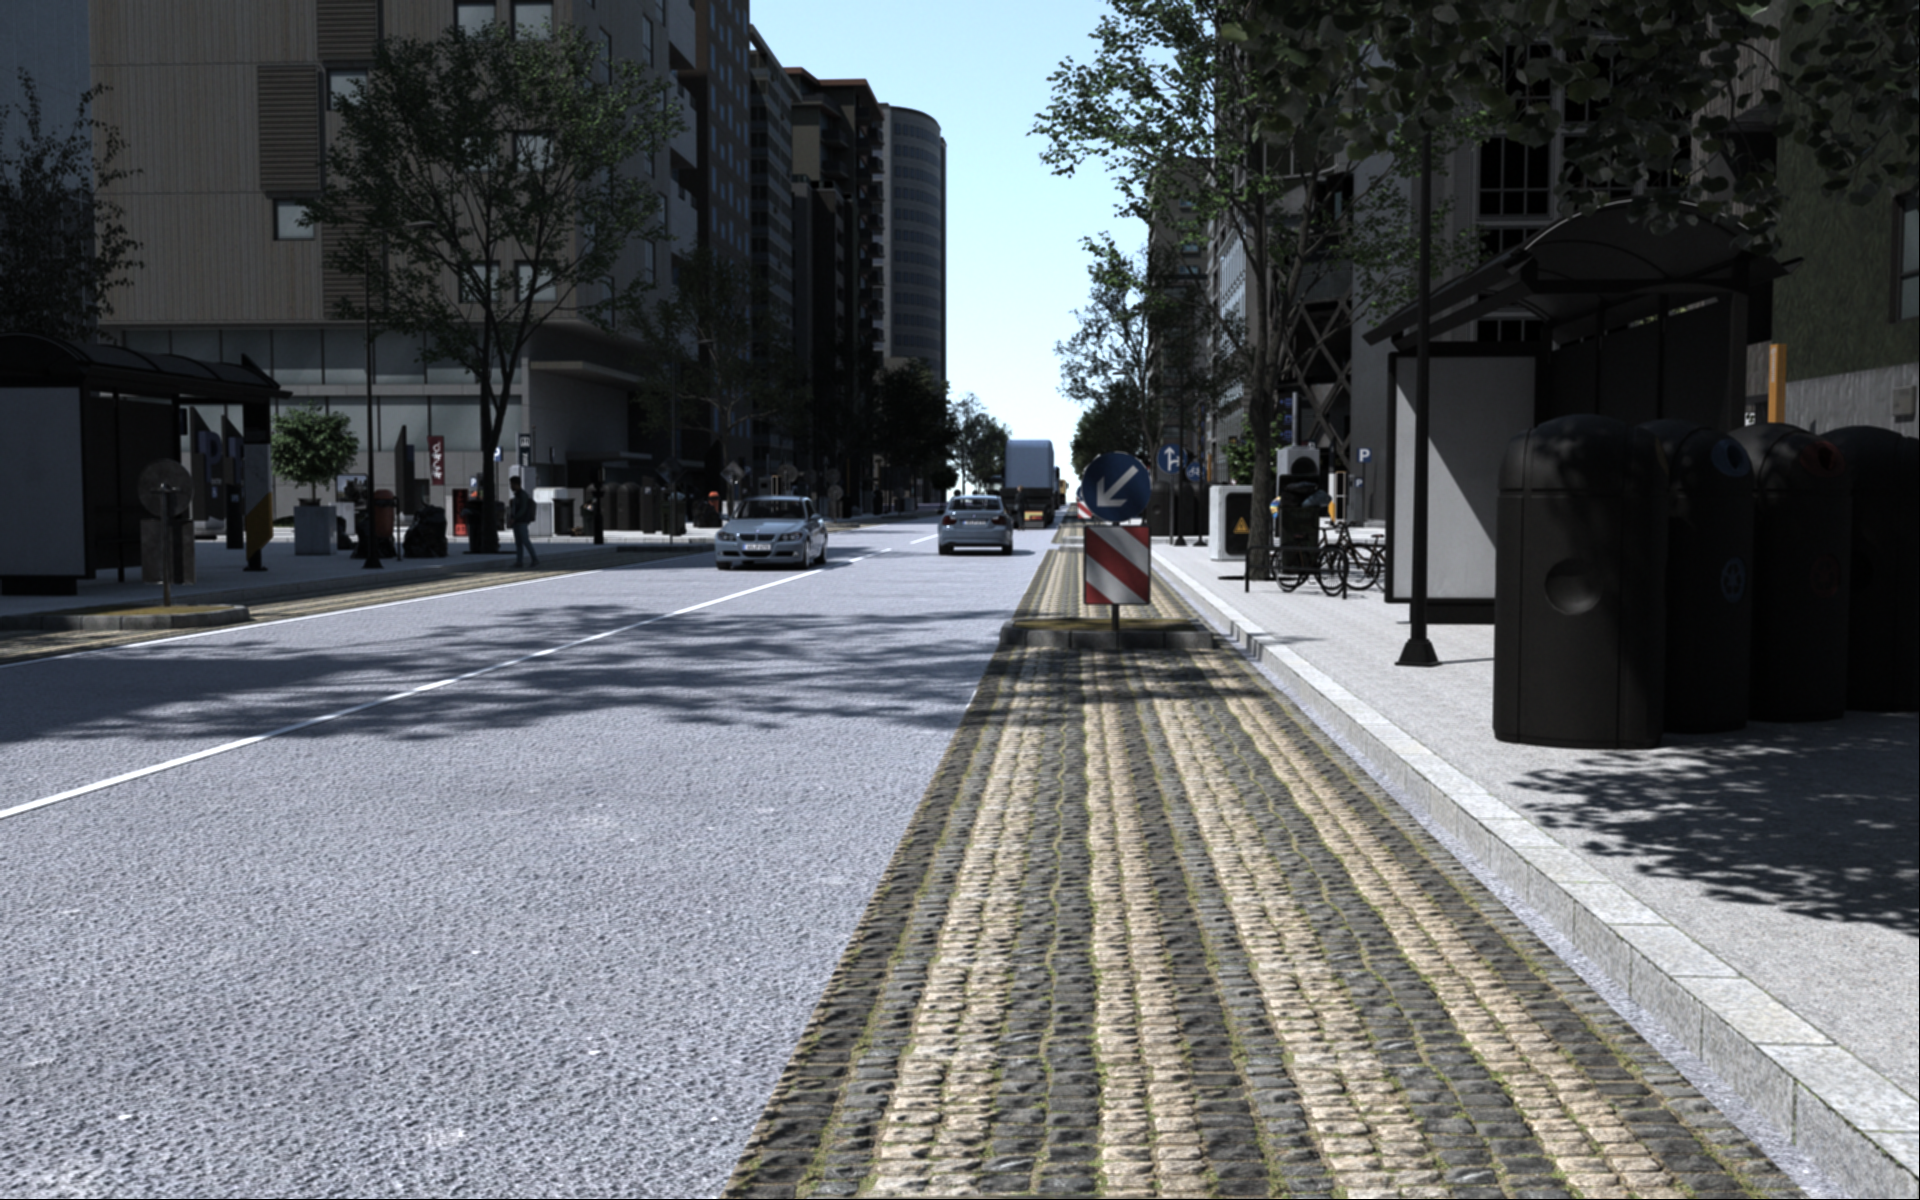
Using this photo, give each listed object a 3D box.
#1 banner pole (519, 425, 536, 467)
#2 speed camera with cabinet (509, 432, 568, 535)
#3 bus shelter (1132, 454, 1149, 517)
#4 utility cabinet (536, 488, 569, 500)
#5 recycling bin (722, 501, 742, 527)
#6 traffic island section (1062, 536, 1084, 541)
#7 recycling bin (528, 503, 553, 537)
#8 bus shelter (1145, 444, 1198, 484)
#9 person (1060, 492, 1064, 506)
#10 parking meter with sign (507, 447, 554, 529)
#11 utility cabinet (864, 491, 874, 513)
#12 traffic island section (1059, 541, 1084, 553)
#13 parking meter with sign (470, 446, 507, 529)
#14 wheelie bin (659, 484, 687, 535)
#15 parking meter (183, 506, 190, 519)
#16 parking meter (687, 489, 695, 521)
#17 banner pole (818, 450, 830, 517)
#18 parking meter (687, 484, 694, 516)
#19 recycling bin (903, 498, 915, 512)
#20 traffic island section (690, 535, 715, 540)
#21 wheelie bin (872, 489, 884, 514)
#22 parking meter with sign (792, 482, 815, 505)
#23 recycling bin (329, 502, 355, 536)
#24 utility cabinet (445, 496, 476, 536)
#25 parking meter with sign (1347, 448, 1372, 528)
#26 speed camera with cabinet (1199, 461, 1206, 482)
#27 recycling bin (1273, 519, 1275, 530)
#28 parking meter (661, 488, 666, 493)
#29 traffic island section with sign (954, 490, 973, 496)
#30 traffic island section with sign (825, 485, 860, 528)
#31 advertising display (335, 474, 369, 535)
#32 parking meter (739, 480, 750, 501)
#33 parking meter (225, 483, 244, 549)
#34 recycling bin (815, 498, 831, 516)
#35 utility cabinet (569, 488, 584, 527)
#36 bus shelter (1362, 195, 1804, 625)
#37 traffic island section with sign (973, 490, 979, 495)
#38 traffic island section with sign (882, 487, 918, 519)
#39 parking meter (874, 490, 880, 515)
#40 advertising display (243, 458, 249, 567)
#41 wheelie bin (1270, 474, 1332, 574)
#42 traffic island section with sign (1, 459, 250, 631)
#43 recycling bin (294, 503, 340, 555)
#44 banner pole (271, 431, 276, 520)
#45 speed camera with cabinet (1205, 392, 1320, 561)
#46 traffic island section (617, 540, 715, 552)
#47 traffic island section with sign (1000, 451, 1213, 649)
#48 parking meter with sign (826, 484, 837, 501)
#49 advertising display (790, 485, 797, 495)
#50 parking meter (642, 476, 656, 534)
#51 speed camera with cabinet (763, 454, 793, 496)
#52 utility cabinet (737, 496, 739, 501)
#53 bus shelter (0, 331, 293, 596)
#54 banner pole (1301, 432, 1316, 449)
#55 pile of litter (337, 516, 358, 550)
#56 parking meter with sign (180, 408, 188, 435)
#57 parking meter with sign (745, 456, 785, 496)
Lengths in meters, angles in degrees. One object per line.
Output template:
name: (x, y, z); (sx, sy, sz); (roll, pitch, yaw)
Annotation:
banner pole: (-15.743, -4.482, 63.294); (0.863, 3.779, 0.401); (1, 4, 21)
speed camera with cabinet: (-13.501, -3.738, 55.454); (2.038, 3.252, 0.660); (2, 4, 31)
bus shelter: (10.120, -6.714, 101.061); (1.731, 3.624, 6.357); (0, 4, 4)
utility cabinet: (-13.872, -3.045, 58.472); (1.173, 1.500, 0.318); (1, 4, 21)
recycling bin: (-8.355, -3.171, 64.407); (0.722, 1.027, 0.722); (2, 4, 25)
traffic island section: (4.013, -1.764, 51.119); (2.009, 0.180, 2.903); (0, 4, 4)
recycling bin: (-12.535, -2.392, 51.669); (0.722, 1.027, 0.722); (-1, 4, -12)
bus shelter: (8.865, -4.835, 72.977); (2.014, 3.302, 5.546); (0, 4, 4)
person: (11.974, -12.062, 206.240); (0.721, 1.766, 1.217); (3, 5, 39)
parking meter with sign: (-15.939, -4.151, 64.135); (1.738, 3.016, 0.543); (0, 4, -7)
utility cabinet: (-6.068, -6.544, 115.667); (0.318, 1.500, 1.173); (-2, 4, -32)
traffic island section: (3.481, -1.277, 43.152); (2.009, 0.180, 2.903); (0, 4, 4)
parking meter with sign: (-17.420, -4.073, 62.859); (0.543, 3.016, 1.738); (2, 4, 32)
wheelie bin: (-9.052, -2.860, 54.664); (0.980, 1.594, 0.693); (2, 4, 34)
parking meter: (-25.903, -3.019, 57.774); (0.372, 1.533, 0.369); (0, 3, 0)
parking meter: (-12.758, -4.519, 82.298); (0.372, 1.533, 0.369); (0, 3, 0)
banner pole: (-7.973, -6.782, 100.906); (0.863, 3.779, 0.401); (0, 4, 3)
parking meter: (-15.907, -5.910, 102.342); (0.399, 1.863, 0.255); (2, 4, 26)
recycling bin: (-3.699, -6.860, 124.711); (0.722, 1.027, 0.722); (1, 4, 22)
traffic island section: (-6.804, -1.808, 51.844); (2.009, 0.180, 2.903); (0, 4, 4)
wheelie bin: (-5.185, -6.218, 109.567); (0.693, 1.594, 0.980); (-1, 4, -18)
parking meter with sign: (-10.115, -7.055, 111.603); (1.738, 3.016, 0.543); (2, 4, 26)
recycling bin: (-18.882, -2.468, 52.906); (0.722, 1.027, 0.722); (-1, 4, -20)
utility cabinet: (-15.138, -2.532, 52.566); (1.020, 1.237, 0.306); (2, 4, 32)
parking meter with sign: (15.240, -4.294, 66.474); (0.543, 3.016, 1.738); (0, 4, -4)
speed camera with cabinet: (15.517, -6.781, 105.209); (2.038, 3.252, 0.660); (0, 4, -8)
recycling bin: (11.193, -2.954, 60.856); (0.722, 1.027, 0.722); (-1, 4, -18)
parking meter: (-11.599, -3.598, 67.234); (0.372, 1.533, 0.369); (0, 3, 0)
traffic island section with sign: (-0.165, -8.727, 151.309); (1.989, 1.847, 2.006); (0, 4, 4)
traffic island section with sign: (-5.329, -3.998, 73.998); (1.989, 1.847, 2.006); (0, 4, 4)
advertising display: (-19.186, -3.025, 54.673); (0.974, 1.923, 0.123); (-2, 4, -27)
parking meter: (-8.810, -3.976, 70.723); (0.399, 1.863, 0.255); (-2, 4, -26)
parking meter: (-16.981, -1.965, 40.532); (0.372, 1.533, 0.369); (0, 3, 0)
recycling bin: (-7.883, -5.331, 99.718); (0.722, 1.027, 0.722); (-2, 4, -28)
utility cabinet: (-14.963, -3.509, 66.043); (1.173, 1.500, 0.318); (-2, 4, -28)
bus shelter: (4.830, -1.259, 14.501); (2.014, 3.302, 5.546); (0, 4, 4)
traffic island section with sign: (1.649, -10.395, 178.579); (1.989, 1.847, 2.006); (0, 4, 4)
traffic island section with sign: (-3.503, -5.665, 101.255); (1.989, 1.847, 2.006); (0, 4, 4)
parking meter: (-5.046, -5.898, 104.835); (0.372, 1.533, 0.369); (0, 3, 0)
advertising display: (-12.530, -1.549, 30.544); (0.123, 1.923, 0.974); (-2, 4, -26)
wheelie bin: (5.491, -1.222, 27.885); (0.980, 1.594, 0.693); (0, 4, 7)
traffic island section with sign: (-8.995, -0.635, 19.004); (1.989, 1.847, 2.006); (0, 4, 4)
recycling bin: (-13.609, -1.470, 36.585); (0.722, 1.027, 0.722); (0, 4, -7)
banner pole: (-27.530, -4.833, 69.029); (0.401, 3.779, 0.863); (2, 4, 27)
speed camera with cabinet: (5.862, -2.385, 33.333); (2.038, 3.252, 0.660); (-1, 4, -12)
traffic island section: (-7.336, -1.321, 43.876); (2.009, 0.180, 2.903); (0, 4, 4)
traffic island section with sign: (1.402, -0.506, 16.902); (1.989, 1.847, 2.006); (0, 4, 4)
parking meter with sign: (-9.166, -7.972, 126.603); (0.543, 3.016, 1.738); (3, 4, 38)
advertising display: (-11.992, -7.375, 125.796); (0.123, 1.923, 0.974); (3, 4, 36)
parking meter: (-10.035, -3.075, 55.990); (0.399, 1.863, 0.255); (1, 4, 8)
speed camera with cabinet: (-8.932, -5.546, 85.019); (0.660, 3.252, 2.038); (-3, 4, -36)
utility cabinet: (-12.205, -5.291, 97.665); (0.306, 1.237, 1.020); (1, 4, 22)
bus shelter: (-11.568, -1.860, 24.339); (2.014, 3.302, 5.546); (0, 4, 4)
banner pole: (13.886, -4.866, 69.583); (0.863, 3.779, 0.401); (1, 4, 16)
pile of litter: (-14.319, -1.617, 40.399); (1.176, 0.858, 1.719); (-2, 4, -29)
parking meter with sign: (-16.305, -2.341, 34.530); (0.543, 3.016, 1.738); (2, 4, 28)
parking meter with sign: (-8.907, -5.082, 79.359); (1.738, 3.016, 0.543); (0, 4, -3)
